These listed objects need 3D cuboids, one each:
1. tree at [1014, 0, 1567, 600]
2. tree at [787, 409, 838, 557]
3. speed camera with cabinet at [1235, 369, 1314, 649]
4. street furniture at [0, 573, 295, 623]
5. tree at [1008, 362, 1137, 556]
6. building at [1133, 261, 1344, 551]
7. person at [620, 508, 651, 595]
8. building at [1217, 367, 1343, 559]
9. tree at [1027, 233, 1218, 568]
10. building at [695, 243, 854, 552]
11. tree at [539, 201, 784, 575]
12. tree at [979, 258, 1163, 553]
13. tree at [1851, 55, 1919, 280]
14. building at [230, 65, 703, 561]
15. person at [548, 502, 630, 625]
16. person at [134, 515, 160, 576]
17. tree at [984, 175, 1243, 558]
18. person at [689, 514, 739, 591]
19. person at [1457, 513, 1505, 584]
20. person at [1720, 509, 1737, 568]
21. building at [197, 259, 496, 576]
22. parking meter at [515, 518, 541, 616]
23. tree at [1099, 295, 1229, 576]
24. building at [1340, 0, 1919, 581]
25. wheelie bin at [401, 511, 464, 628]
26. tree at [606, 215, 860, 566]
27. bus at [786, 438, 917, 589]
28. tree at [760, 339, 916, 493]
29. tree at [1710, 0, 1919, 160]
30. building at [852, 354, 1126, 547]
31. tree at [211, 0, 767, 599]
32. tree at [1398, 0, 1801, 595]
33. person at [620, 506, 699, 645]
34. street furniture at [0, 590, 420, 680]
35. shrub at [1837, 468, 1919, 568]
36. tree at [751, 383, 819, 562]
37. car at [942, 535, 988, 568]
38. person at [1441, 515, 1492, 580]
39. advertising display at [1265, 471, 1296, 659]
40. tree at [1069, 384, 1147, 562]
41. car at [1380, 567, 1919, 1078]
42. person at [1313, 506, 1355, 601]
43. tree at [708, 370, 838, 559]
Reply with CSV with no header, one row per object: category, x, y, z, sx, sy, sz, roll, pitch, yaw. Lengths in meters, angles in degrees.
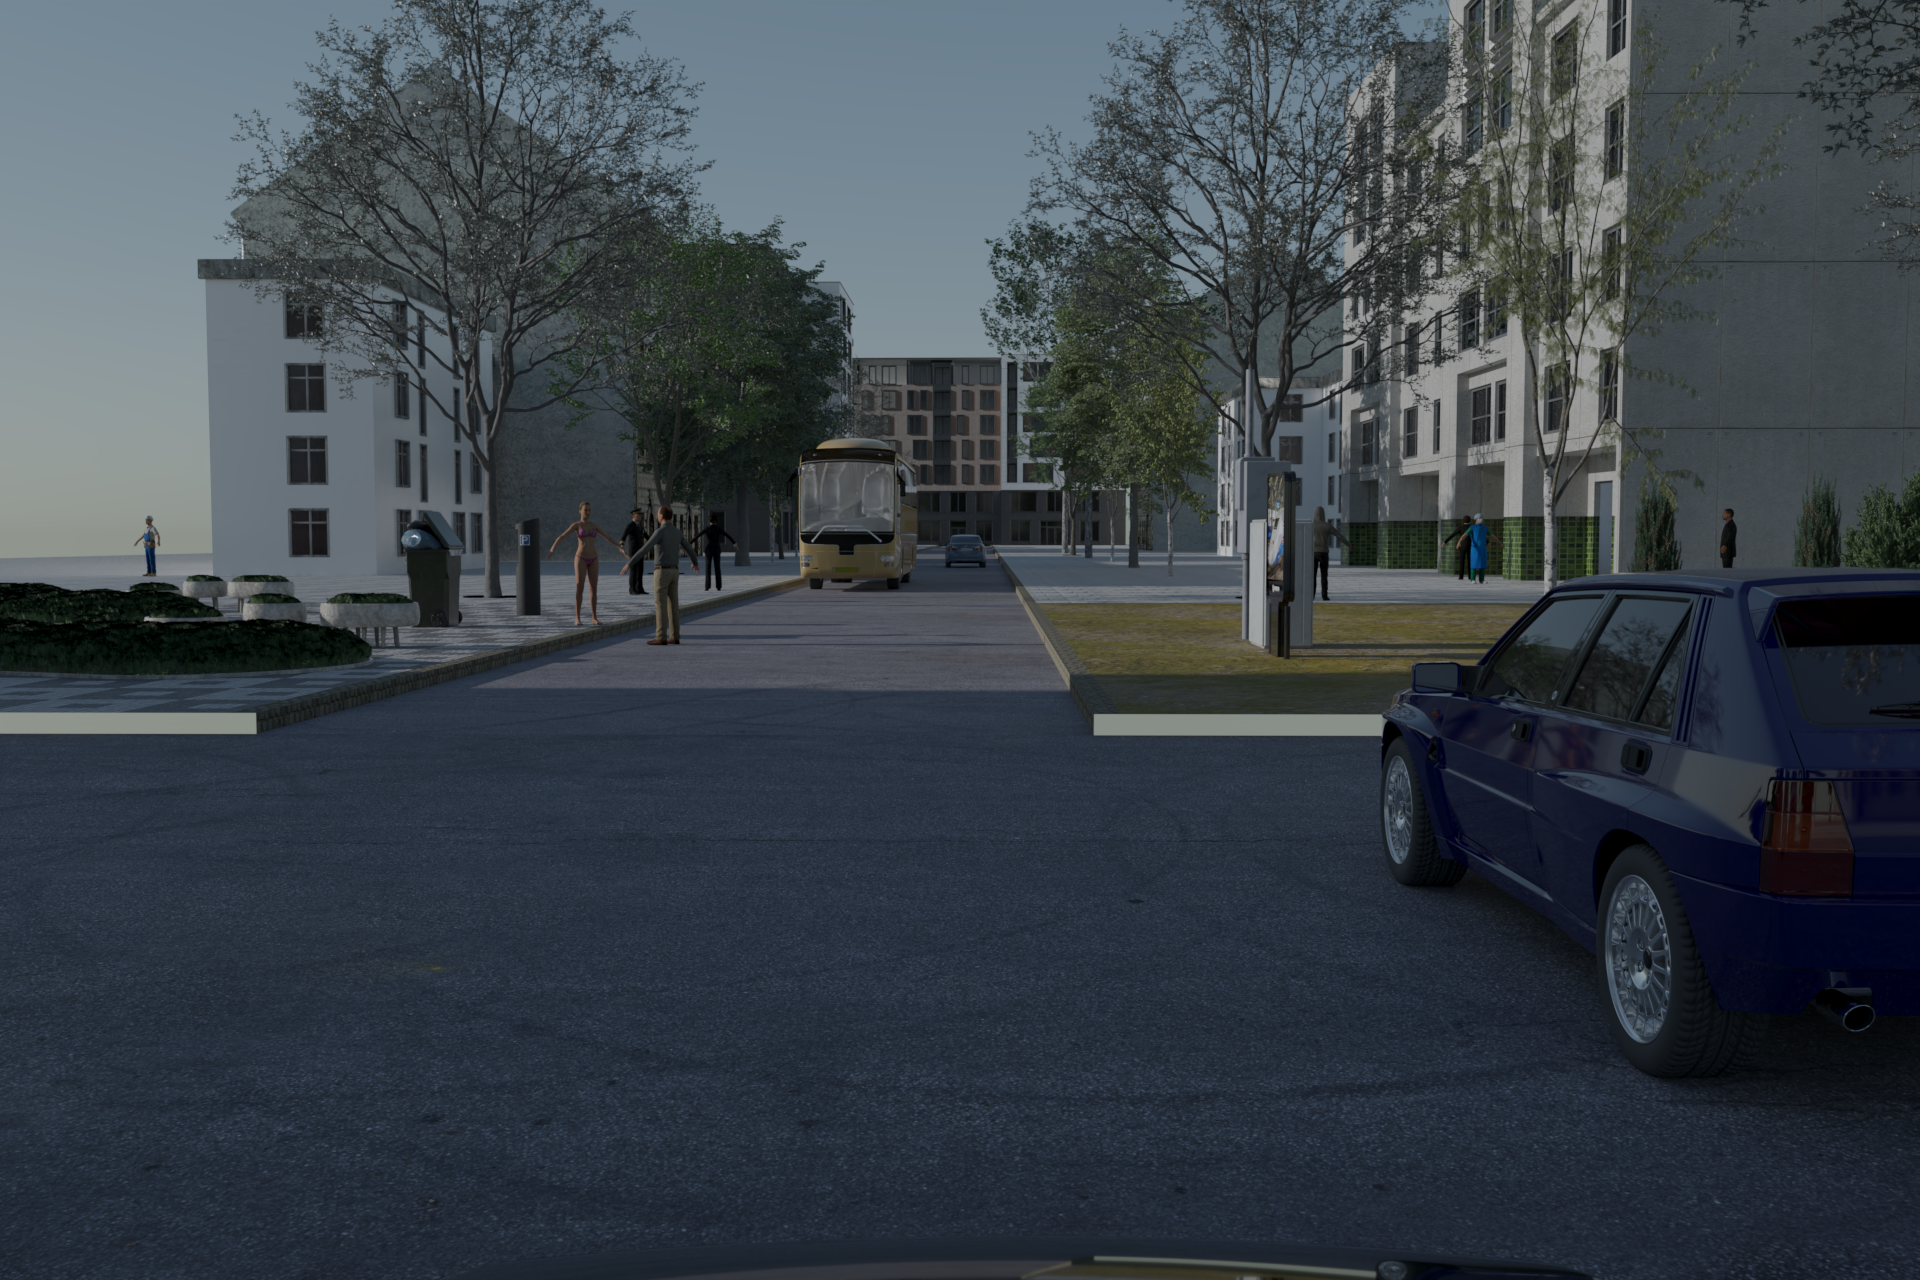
tree,5.946,-7.541,33.660,12.009,13.543,11.850,0,3,0
tree,-8.808,-8.875,95.461,4.737,8.622,4.395,0,3,0
speed camera with cabinet,3.670,-1.584,20.229,0.660,3.252,2.038,0,4,0
street furniture,-15.701,-0.740,27.719,10.072,0.657,5.734,1,4,22
tree,6.716,-10.818,102.625,9.928,11.665,9.643,0,3,0
building,23.967,-18.938,140.564,19.493,23.208,18.063,0,4,1
person,-6.818,-1.878,36.646,0.705,1.837,1.347,2,4,26
building,20.036,-9.202,92.600,9.099,9.664,28.070,0,4,1
tree,6.243,-9.018,65.579,7.486,12.596,7.792,0,3,0
building,-23.675,-18.011,138.453,27.936,21.610,32.646,0,4,1
tree,-9.426,-7.893,54.804,9.928,11.665,9.643,0,3,0
tree,8.364,-15.821,114.564,12.611,20.169,13.585,0,3,0
tree,19.617,-7.153,27.327,12.009,13.543,11.850,0,3,0
building,-24.323,-15.873,90.453,19.493,23.208,18.063,0,4,1
person,-5.231,-1.076,24.389,1.217,1.733,0.721,-2,4,-35
person,-24.593,-2.855,52.536,1.347,1.847,0.705,2,4,35
tree,7.943,-14.349,90.499,12.611,20.169,13.585,0,3,0
person,-5.599,-1.983,39.147,1.216,1.740,0.721,-1,4,-18
person,13.427,-2.364,44.784,1.347,1.817,0.704,-1,4,-13
person,15.672,-1.785,35.414,0.704,1.802,1.346,1,4,23
building,-22.452,-7.638,67.033,9.099,9.664,28.070,0,4,0
parking meter,-6.810,-1.156,27.308,0.372,1.533,0.369,0,3,0
tree,6.312,-6.222,52.085,4.737,8.622,4.395,0,3,0
building,23.863,-11.543,55.191,16.747,18.905,31.486,0,4,1
wheelie bin,-7.292,-0.980,23.936,0.693,1.594,0.980,0,4,3
tree,-8.795,-9.916,68.788,9.857,13.997,8.962,0,3,0
bus,-2.689,-3.463,48.161,2.896,3.916,12.252,0,4,1
tree,-8.367,-12.144,108.927,12.009,13.543,11.850,0,3,0
tree,8.643,-6.129,10.583,12.009,13.543,11.850,0,3,0
building,2.898,-22.198,209.368,32.646,21.610,27.936,0,4,2
tree,-9.423,-7.580,34.309,12.009,13.543,11.850,0,3,0
tree,6.884,-4.268,20.151,4.360,8.622,3.978,0,3,0
person,-3.819,-0.837,22.409,0.705,1.796,1.348,3,4,36
street furniture,-10.689,-0.141,17.931,10.072,0.657,5.734,0,4,6
shrub,11.324,-1.015,20.633,1.661,2.075,1.752,0,3,0
tree,-8.487,-7.953,80.388,4.737,8.622,4.395,0,3,0
car,0.230,-3.856,75.048,2.014,1.417,4.499,0,4,-1
person,14.167,-2.585,48.448,1.347,1.806,0.705,1,4,16
advertising display,3.350,-0.789,18.121,0.123,1.923,0.974,0,4,-1
tree,7.146,-7.951,80.365,4.360,8.622,3.978,0,3,0
car,2.644,0.408,5.910,1.945,1.354,3.894,0,4,0
person,6.907,-1.662,33.303,1.348,1.813,0.705,1,4,14
tree,-9.363,-9.353,87.338,7.601,10.594,8.767,0,4,3
